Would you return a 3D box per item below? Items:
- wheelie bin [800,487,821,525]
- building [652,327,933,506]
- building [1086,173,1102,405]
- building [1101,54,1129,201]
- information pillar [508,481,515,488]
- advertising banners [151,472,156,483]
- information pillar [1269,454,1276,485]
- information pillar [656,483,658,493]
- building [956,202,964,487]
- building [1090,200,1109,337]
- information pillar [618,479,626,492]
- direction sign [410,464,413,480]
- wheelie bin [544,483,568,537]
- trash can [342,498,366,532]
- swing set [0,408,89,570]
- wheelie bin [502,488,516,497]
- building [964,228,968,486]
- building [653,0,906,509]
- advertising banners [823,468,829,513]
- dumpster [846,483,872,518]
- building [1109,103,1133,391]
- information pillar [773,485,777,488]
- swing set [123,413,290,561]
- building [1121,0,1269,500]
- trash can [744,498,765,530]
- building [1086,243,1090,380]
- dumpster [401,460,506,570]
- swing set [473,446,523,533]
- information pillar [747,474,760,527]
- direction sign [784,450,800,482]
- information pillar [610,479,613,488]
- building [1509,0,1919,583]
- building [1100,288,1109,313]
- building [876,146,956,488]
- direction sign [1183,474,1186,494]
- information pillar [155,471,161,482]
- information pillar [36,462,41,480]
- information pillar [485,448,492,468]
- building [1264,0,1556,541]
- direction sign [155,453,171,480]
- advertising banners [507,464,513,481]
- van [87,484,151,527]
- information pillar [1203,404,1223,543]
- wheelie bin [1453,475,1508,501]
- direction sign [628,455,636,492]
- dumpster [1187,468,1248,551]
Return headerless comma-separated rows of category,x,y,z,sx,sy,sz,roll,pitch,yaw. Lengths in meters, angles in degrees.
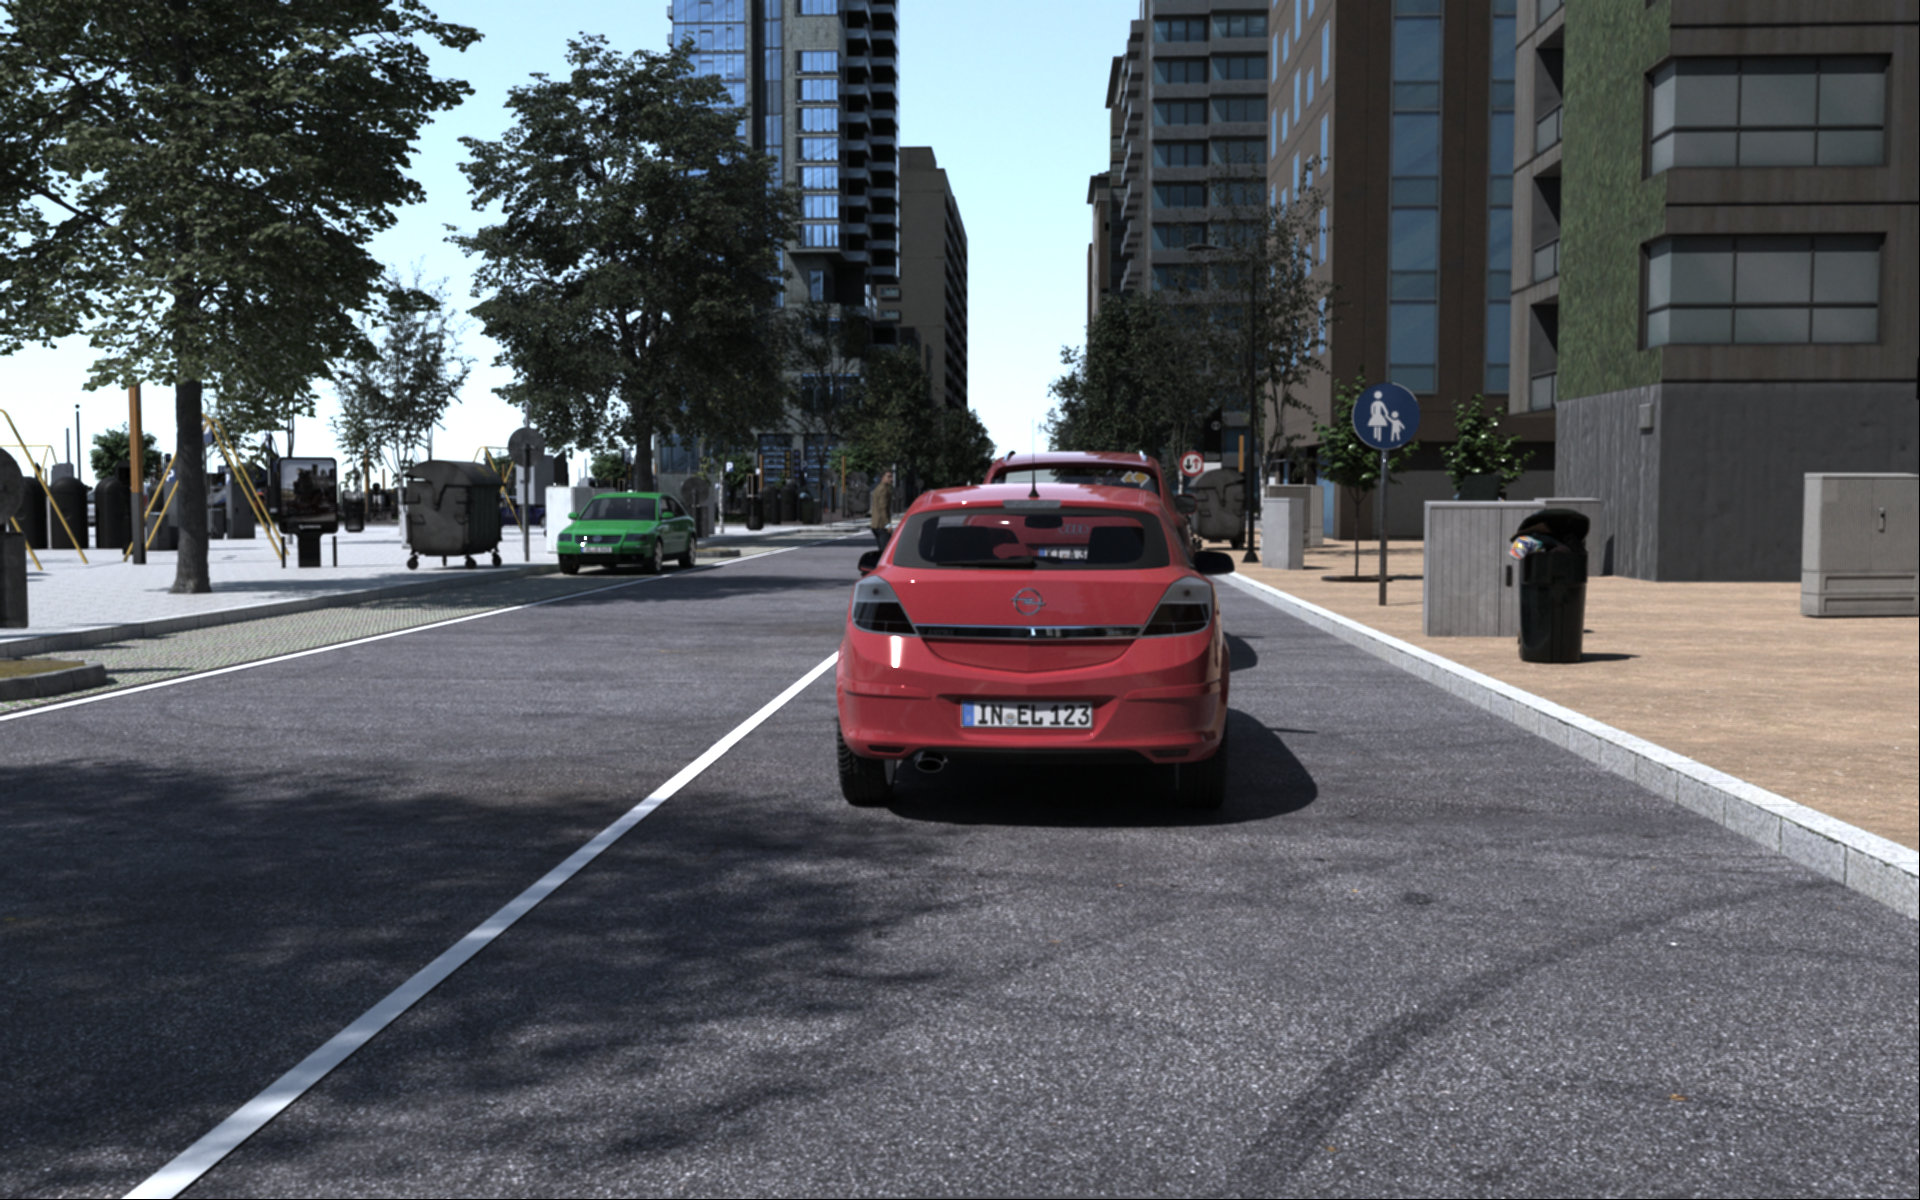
wheelie bin,-6.301,-3.955,72.568,0.693,1.594,0.980,2,4,25
building,-17.766,-21.380,194.600,27.650,21.520,28.899,0,4,3
building,34.813,-42.042,276.630,28.713,52.752,27.495,0,4,3
building,31.898,-37.646,204.753,28.713,52.752,27.495,0,4,3
information pillar,-25.074,-5.647,96.822,0.304,2.012,0.304,-3,5,-43
advertising banners,-64.243,-8.574,136.371,2.074,3.025,0.090,0,4,-3
information pillar,15.266,-5.679,84.205,0.504,3.616,0.183,2,4,28
information pillar,-19.441,-6.481,110.448,0.304,2.012,0.304,2,4,27
building,-10.935,-39.313,266.471,21.300,48.544,21.600,0,4,3
building,27.162,-37.082,256.396,14.600,45.320,14.200,0,4,3
information pillar,-16.442,-4.891,84.456,0.304,2.012,0.304,1,4,17
direction sign,-36.439,-7.528,115.087,0.379,3.537,0.876,0,4,-7
wheelie bin,-11.992,-2.667,51.513,0.980,1.594,0.693,1,4,10
trash can,-20.338,-2.844,58.152,0.748,1.137,0.748,0,3,0
swing set,-17.200,-1.999,30.312,2.862,2.851,3.119,-1,4,-13
wheelie bin,-22.832,-4.921,88.359,0.980,1.594,0.693,-1,4,-12
building,-9.829,-40.674,288.726,21.300,48.544,21.600,0,4,3
building,-15.881,-51.981,162.565,22.319,86.520,31.000,0,4,3
advertising banners,-8.918,-7.297,115.497,0.090,3.025,2.074,-1,4,-15
dumpster,-5.414,-5.311,92.592,1.264,1.857,1.865,0,4,3
building,22.827,-30.631,184.407,14.154,41.232,14.086,0,4,3
information pillar,-15.404,-8.540,144.114,0.304,2.012,0.304,0,4,1
swing set,-15.081,-2.273,34.788,2.862,2.851,3.119,-1,4,-19
building,26.509,-33.119,161.096,23.786,49.044,30.456,0,4,3
trash can,-7.254,-3.035,61.268,0.748,1.137,0.748,0,3,0
building,28.852,-39.652,298.412,14.600,45.320,14.200,0,4,3
dumpster,-8.755,-1.481,29.980,1.264,1.857,1.865,0,4,3
swing set,-15.240,-3.689,57.937,2.862,2.851,3.119,1,4,11
information pillar,-7.659,-3.647,64.115,0.304,2.012,0.304,-3,5,-43
direction sign,-8.551,-5.882,88.164,0.876,3.537,0.379,2,4,25
information pillar,-16.975,-4.852,83.830,0.304,2.012,0.304,0,4,-7
building,17.479,-21.213,30.430,14.154,41.232,14.086,0,4,3
building,26.517,-28.786,242.357,14.160,30.474,14.107,0,4,3
building,-12.166,-37.997,244.946,21.300,48.544,21.600,0,4,3
direction sign,18.106,-9.066,140.229,0.379,3.537,0.876,2,4,26
information pillar,-60.796,-8.562,131.335,0.504,3.616,0.183,1,4,23
information pillar,-66.717,-8.201,125.435,0.183,3.616,0.504,0,4,5
information pillar,-23.271,-5.757,85.475,0.504,3.616,0.183,3,5,42
building,17.269,-24.607,52.443,14.600,45.320,14.200,0,4,3
direction sign,-44.394,-6.397,96.595,0.876,3.537,0.379,0,4,-1
advertising banners,-25.937,-6.451,101.661,0.090,3.025,2.074,1,4,20
van,-34.556,-3.871,70.309,4.112,2.044,2.013,0,4,2
information pillar,6.627,-3.303,45.362,0.504,3.616,0.183,1,4,19
wheelie bin,8.555,-1.255,28.433,0.980,1.594,0.693,3,5,40
direction sign,-18.808,-6.591,99.756,0.876,3.537,0.379,0,4,-3
dumpster,5.956,-2.095,40.004,1.264,1.857,1.865,0,4,3
